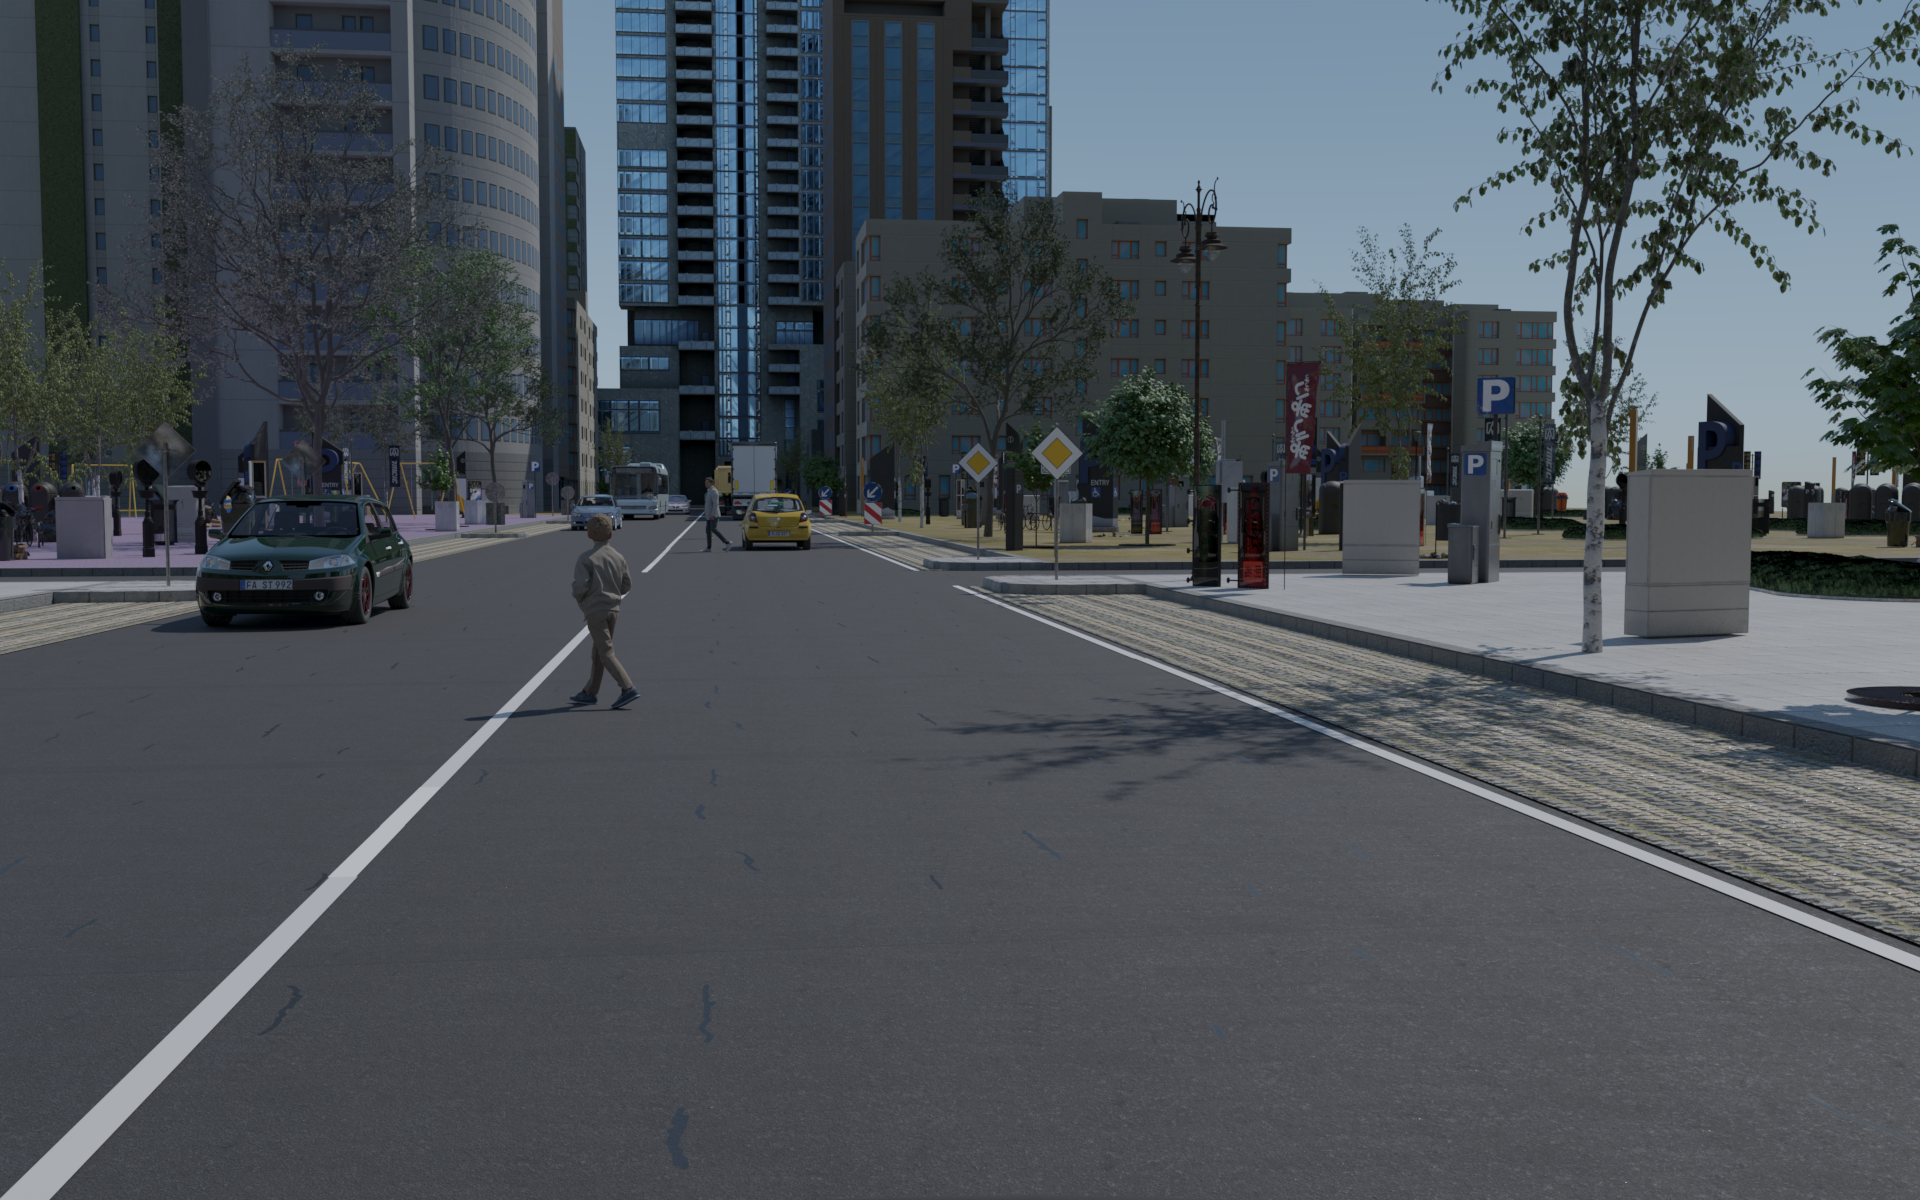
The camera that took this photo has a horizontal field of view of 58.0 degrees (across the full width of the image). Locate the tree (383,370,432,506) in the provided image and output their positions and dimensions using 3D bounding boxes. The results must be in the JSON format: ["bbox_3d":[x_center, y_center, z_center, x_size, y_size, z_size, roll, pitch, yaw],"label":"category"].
[{"bbox_3d":[-32.309,-9.027,97.953,4.360,8.622,3.978,0,3,0],"label":"tree"}]

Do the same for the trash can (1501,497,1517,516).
[{"bbox_3d":[25.214,-4.154,79.570,0.748,1.137,0.748,0,3,0],"label":"trash can"}]

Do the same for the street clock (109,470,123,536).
[{"bbox_3d":[-25.729,-2.952,52.830,0.358,2.002,0.471,0,4,-4],"label":"street clock"}]

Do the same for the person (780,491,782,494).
[{"bbox_3d":[-16.115,-8.965,155.631,0.434,1.755,0.990,-3,4,-38],"label":"person"}]

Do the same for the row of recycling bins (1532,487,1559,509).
[{"bbox_3d":[35.531,-6.015,105.454,1.069,1.692,3.534,0,4,2],"label":"row of recycling bins"}]

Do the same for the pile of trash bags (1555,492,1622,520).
[{"bbox_3d":[31.366,-4.664,86.006,3.447,1.369,1.912,1,4,23],"label":"pile of trash bags"}]

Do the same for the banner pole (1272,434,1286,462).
[{"bbox_3d":[13.240,-5.028,72.227,0.863,3.779,0.401,3,5,42],"label":"banner pole"}]

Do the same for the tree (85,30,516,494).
[{"bbox_3d":[-17.175,-8.297,46.020,12.009,13.543,11.850,0,3,0],"label":"tree"}]

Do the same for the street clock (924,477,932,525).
[{"bbox_3d":[-1.348,-4.180,72.918,0.358,2.002,0.471,0,4,-7],"label":"street clock"}]

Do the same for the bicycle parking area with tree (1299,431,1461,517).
[{"bbox_3d":[19.688,-5.768,81.304,9.016,4.147,8.231,0,4,-8],"label":"bicycle parking area with tree"}]

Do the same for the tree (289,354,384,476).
[{"bbox_3d":[-33.215,-8.568,90.449,4.360,8.622,3.978,0,3,0],"label":"tree"}]

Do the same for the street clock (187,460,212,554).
[{"bbox_3d":[-16.221,-1.982,36.978,0.358,2.002,0.471,2,4,24],"label":"street clock"}]

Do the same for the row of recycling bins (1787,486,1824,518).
[{"bbox_3d":[41.264,-4.727,84.395,1.069,1.692,3.534,3,5,42],"label":"row of recycling bins"}]

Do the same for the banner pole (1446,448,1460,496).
[{"bbox_3d":[26.509,-6.322,93.374,0.863,3.779,0.401,2,4,29],"label":"banner pole"}]

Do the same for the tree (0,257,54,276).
[{"bbox_3d":[-28.840,-6.306,53.471,4.737,8.622,4.395,0,3,0],"label":"tree"}]

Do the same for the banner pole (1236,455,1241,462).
[{"bbox_3d":[17.709,-7.343,110.080,0.401,3.779,0.863,-1,4,-15],"label":"banner pole"}]

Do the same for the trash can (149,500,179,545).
[{"bbox_3d":[-19.977,-1.946,43.463,0.748,1.137,0.748,0,3,0],"label":"trash can"}]

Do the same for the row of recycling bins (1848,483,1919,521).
[{"bbox_3d":[35.010,-3.506,64.434,3.534,1.692,1.069,3,4,37],"label":"row of recycling bins"}]

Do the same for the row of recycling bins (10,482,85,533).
[{"bbox_3d":[-31.206,-3.113,58.012,3.534,1.692,1.069,-1,4,-13],"label":"row of recycling bins"}]

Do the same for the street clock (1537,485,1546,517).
[{"bbox_3d":[24.907,-4.265,74.304,0.358,2.002,0.471,-1,4,-21],"label":"street clock"}]

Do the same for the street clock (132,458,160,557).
[{"bbox_3d":[-16.484,-1.869,35.136,0.471,2.002,0.358,-3,5,-43],"label":"street clock"}]

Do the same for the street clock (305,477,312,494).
[{"bbox_3d":[-26.306,-3.990,69.799,0.358,2.002,0.471,-1,4,-22],"label":"street clock"}]

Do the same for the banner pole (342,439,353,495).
[{"bbox_3d":[-27.936,-5.450,79.127,0.401,3.779,0.863,1,4,20],"label":"banner pole"}]

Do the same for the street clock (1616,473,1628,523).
[{"bbox_3d":[23.318,-3.447,60.928,0.358,2.002,0.471,-3,4,-36],"label":"street clock"}]

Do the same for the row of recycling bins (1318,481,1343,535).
[{"bbox_3d":[12.451,-3.015,56.404,1.069,1.692,3.534,2,4,24],"label":"row of recycling bins"}]

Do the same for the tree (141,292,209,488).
[{"bbox_3d":[-29.179,-6.840,62.192,4.737,8.622,4.395,0,3,0],"label":"tree"}]

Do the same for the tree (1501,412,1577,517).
[{"bbox_3d":[23.152,-5.268,69.840,4.285,4.588,4.351,0,3,0],"label":"tree"}]

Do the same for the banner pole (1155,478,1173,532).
[{"bbox_3d":[6.877,-4.204,58.749,0.401,3.779,0.863,-2,4,-35],"label":"banner pole"}]

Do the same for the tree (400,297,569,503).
[{"bbox_3d":[-20.580,-8.634,75.573,7.601,10.594,8.767,0,4,-4],"label":"tree"}]

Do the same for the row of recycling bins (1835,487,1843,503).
[{"bbox_3d":[56.025,-6.143,107.553,3.534,1.692,1.069,0,4,1],"label":"row of recycling bins"}]

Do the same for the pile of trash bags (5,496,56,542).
[{"bbox_3d":[-25.427,-2.251,46.558,3.447,1.369,1.912,0,4,-1],"label":"pile of trash bags"}]

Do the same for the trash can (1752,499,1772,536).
[{"bbox_3d":[24.636,-2.554,53.407,0.748,1.137,0.748,0,3,0],"label":"trash can"}]

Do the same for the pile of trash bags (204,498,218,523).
[{"bbox_3d":[-35.066,-4.165,77.845,3.447,1.369,1.912,1,4,18],"label":"pile of trash bags"}]

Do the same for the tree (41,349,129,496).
[{"bbox_3d":[-43.548,-8.339,86.705,4.360,8.622,3.978,0,3,0],"label":"tree"}]

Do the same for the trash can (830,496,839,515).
[{"bbox_3d":[-7.624,-5.774,106.052,0.748,1.137,0.748,0,3,0],"label":"trash can"}]

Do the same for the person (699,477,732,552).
[{"bbox_3d":[-6.034,-2.103,42.738,0.795,1.843,0.661,-1,4,-16],"label":"person"}]

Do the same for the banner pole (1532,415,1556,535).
[{"bbox_3d":[18.424,-3.946,54.539,0.401,3.779,0.863,-2,4,-29],"label":"banner pole"}]

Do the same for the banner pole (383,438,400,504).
[{"bbox_3d":[-25.578,-5.374,77.874,0.863,3.779,0.401,-2,4,-24],"label":"banner pole"}]

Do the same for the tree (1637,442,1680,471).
[{"bbox_3d":[26.163,-4.296,64.843,1.663,3.219,1.824,0,3,0],"label":"tree"}]

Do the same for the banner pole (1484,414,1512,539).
[{"bbox_3d":[15.524,-3.670,50.014,0.863,3.779,0.401,0,4,2],"label":"banner pole"}]

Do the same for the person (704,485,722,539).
[{"bbox_3d":[-7.968,-2.858,55.475,0.600,1.795,0.529,1,4,20],"label":"person"}]

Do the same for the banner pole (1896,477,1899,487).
[{"bbox_3d":[40.130,-5.145,74.135,0.401,3.779,0.863,3,4,36],"label":"banner pole"}]

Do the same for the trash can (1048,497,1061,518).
[{"bbox_3d":[5.002,-4.896,91.704,0.748,1.137,0.748,0,3,0],"label":"trash can"}]

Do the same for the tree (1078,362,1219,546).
[{"bbox_3d":[4.724,-3.626,43.005,4.285,4.588,4.351,0,3,0],"label":"tree"}]

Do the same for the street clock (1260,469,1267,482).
[{"bbox_3d":[8.910,-2.773,49.914,0.471,2.002,0.358,-1,4,-21],"label":"street clock"}]

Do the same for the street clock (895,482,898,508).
[{"bbox_3d":[-3.858,-6.098,104.276,0.471,2.002,0.358,2,4,32],"label":"street clock"}]

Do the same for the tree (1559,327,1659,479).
[{"bbox_3d":[28.212,-7.682,75.962,4.737,8.622,4.395,0,3,0],"label":"tree"}]

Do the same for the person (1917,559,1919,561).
[{"bbox_3d":[18.557,-1.464,33.114,0.598,1.740,0.731,-1,4,-22],"label":"person"}]

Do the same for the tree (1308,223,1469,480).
[{"bbox_3d":[11.602,-5.870,46.339,4.737,8.622,4.395,0,3,0],"label":"tree"}]

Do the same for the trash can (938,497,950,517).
[{"bbox_3d":[-0.894,-5.261,97.667,0.748,1.137,0.748,0,3,0],"label":"trash can"}]

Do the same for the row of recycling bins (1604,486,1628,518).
[{"bbox_3d":[34.449,-5.153,91.366,1.069,1.692,3.534,-1,4,-13],"label":"row of recycling bins"}]
